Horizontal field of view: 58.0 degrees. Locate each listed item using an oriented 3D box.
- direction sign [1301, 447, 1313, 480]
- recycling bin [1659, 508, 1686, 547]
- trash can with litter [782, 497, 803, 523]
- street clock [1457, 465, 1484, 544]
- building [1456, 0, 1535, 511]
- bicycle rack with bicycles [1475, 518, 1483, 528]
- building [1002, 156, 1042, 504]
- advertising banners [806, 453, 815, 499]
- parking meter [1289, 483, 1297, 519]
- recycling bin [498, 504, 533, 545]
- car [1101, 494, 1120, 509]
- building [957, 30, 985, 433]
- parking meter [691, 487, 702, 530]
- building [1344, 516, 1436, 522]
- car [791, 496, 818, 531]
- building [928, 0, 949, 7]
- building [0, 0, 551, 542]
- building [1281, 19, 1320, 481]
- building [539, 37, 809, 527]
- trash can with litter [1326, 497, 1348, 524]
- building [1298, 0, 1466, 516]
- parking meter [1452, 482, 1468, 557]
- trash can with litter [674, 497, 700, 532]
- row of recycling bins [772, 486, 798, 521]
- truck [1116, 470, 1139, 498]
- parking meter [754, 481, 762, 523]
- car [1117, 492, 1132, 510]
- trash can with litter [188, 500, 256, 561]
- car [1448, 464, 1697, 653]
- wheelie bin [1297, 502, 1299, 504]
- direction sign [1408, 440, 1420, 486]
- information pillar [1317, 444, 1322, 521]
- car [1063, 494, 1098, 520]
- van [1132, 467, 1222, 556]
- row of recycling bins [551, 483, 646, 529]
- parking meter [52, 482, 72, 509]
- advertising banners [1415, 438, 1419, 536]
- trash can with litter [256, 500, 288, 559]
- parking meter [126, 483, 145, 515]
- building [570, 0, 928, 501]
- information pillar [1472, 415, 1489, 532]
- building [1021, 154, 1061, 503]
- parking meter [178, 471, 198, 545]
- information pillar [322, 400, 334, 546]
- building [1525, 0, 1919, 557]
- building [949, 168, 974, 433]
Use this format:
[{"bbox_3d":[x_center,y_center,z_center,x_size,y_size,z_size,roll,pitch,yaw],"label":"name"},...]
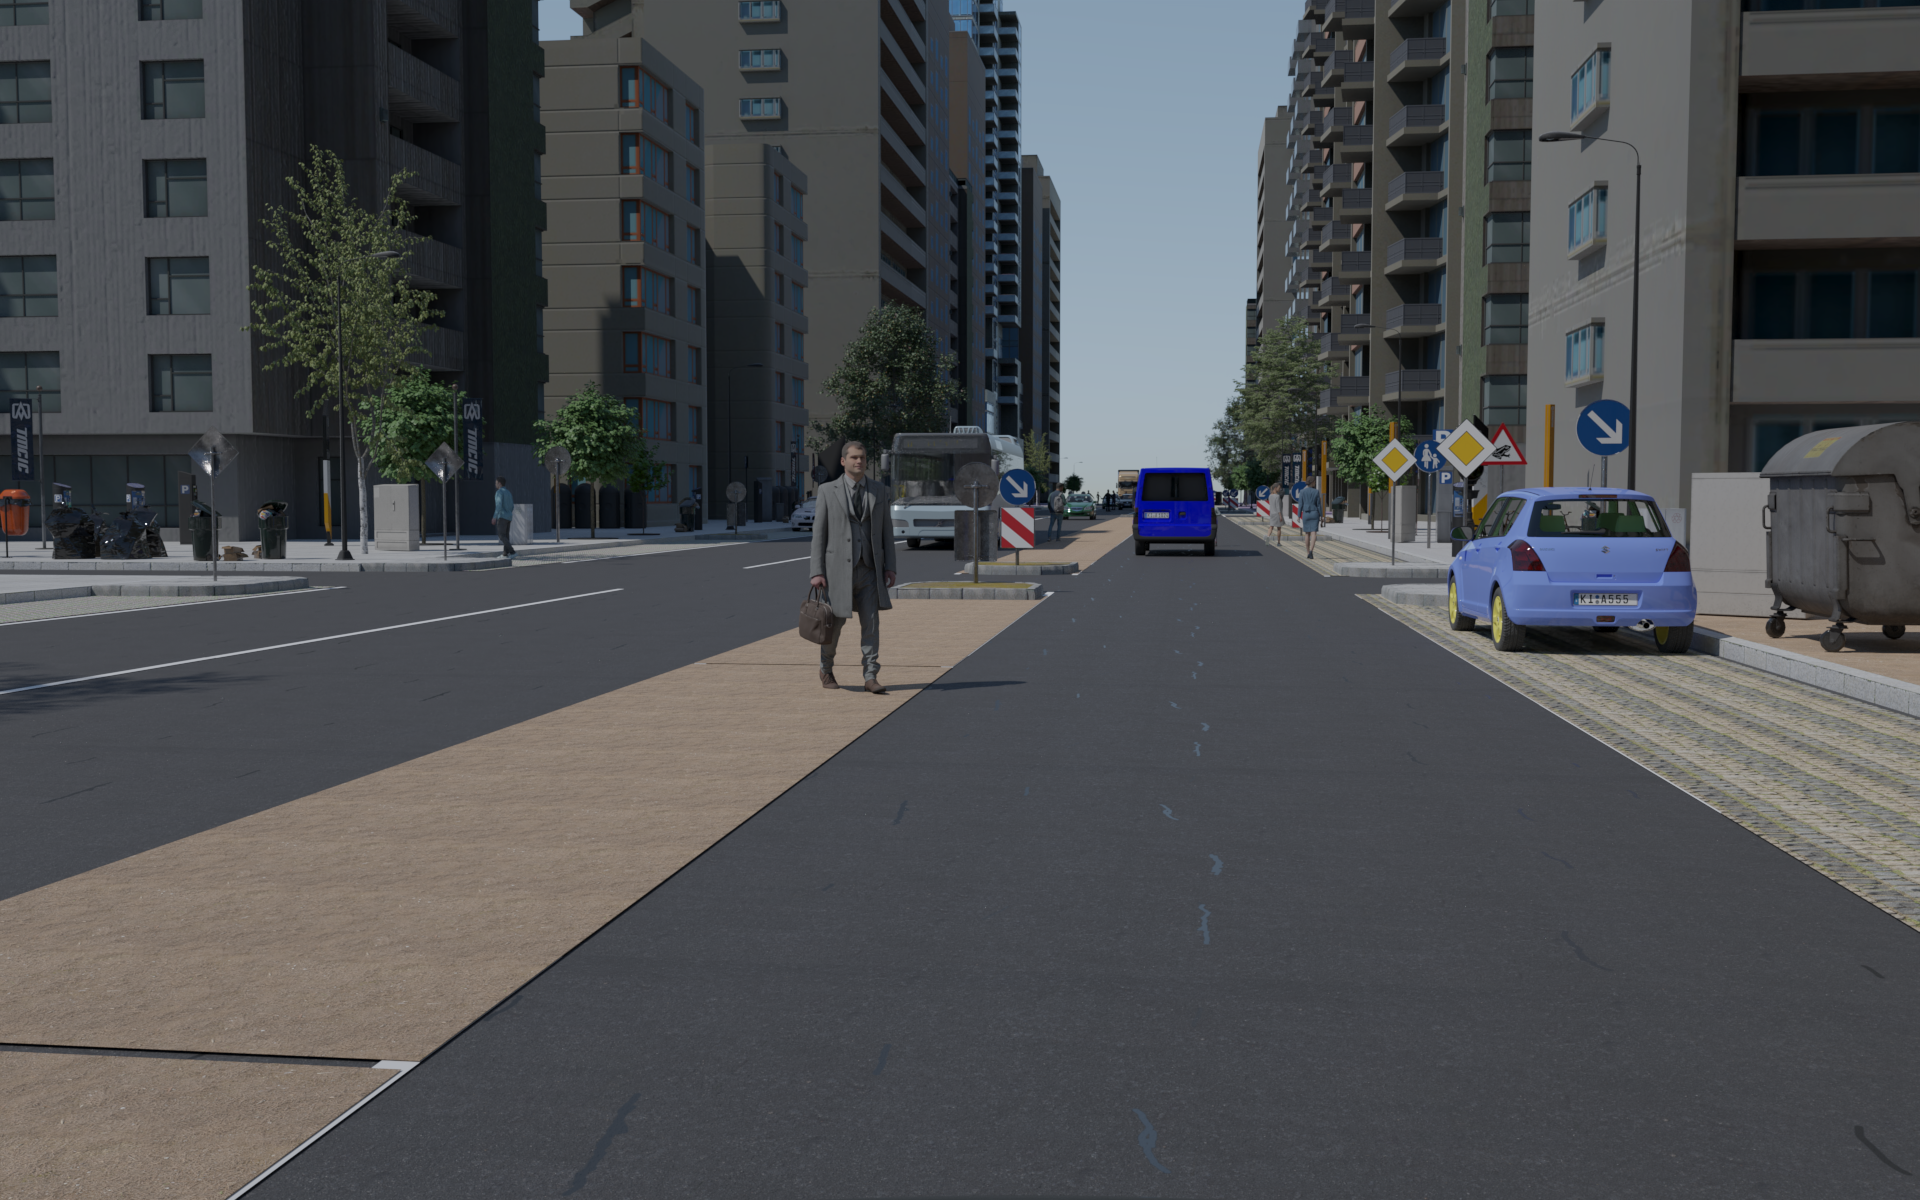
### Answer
[{"bbox_3d":[16.682,-5.590,83.398,0.876,3.537,0.379,-3,5,-42],"label":"direction sign"},{"bbox_3d":[12.280,-1.094,30.448,0.722,1.027,0.722,0,4,4],"label":"recycling bin"},{"bbox_3d":[-7.416,-3.988,76.583,1.055,1.170,0.624,0,4,-6],"label":"trash can with litter"},{"bbox_3d":[9.663,-1.728,32.825,0.471,2.002,0.358,1,4,10],"label":"street clock"},{"bbox_3d":[24.311,-17.601,59.473,14.160,30.474,14.107,0,4,7],"label":"building"},{"bbox_3d":[12.193,-1.450,37.091,2.925,0.926,2.852,-1,4,-10],"label":"bicycle rack with bicycles"},{"bbox_3d":[3.537,-35.614,232.392,14.600,45.320,14.200,0,4,7],"label":"building"},{"bbox_3d":[-6.439,-4.800,74.669,0.090,3.025,2.074,-1,4,-14],"label":"advertising banners"},{"bbox_3d":[19.381,-5.809,100.694,0.399,1.863,0.255,3,5,40],"label":"parking meter"},{"bbox_3d":[-11.205,-1.904,43.679,0.722,1.027,0.722,0,4,0],"label":"recycling bin"},{"bbox_3d":[14.613,-9.464,166.539,2.131,1.459,4.920,0,4,6],"label":"car"},{"bbox_3d":[-5.247,-31.580,166.447,14.600,45.320,14.200,0,4,7],"label":"building"},{"bbox_3d":[-9.337,-3.246,61.489,0.372,1.533,0.369,0,3,0],"label":"parking meter"},{"bbox_3d":[30.213,-26.554,88.775,22.147,44.769,28.867,0,4,7],"label":"building"},{"bbox_3d":[-5.270,-3.364,67.361,2.083,1.381,4.827,0,4,8],"label":"car"},{"bbox_3d":[-8.651,-29.794,137.246,14.600,45.320,14.200,0,4,7],"label":"building"},{"bbox_3d":[-21.650,-17.125,51.691,14.160,30.474,14.107,0,4,7],"label":"building"},{"bbox_3d":[41.824,-33.059,160.116,23.786,49.044,30.456,0,4,7],"label":"building"},{"bbox_3d":[-23.857,-14.490,81.950,27.650,21.520,28.899,0,4,7],"label":"building"},{"bbox_3d":[16.354,-3.915,75.404,1.055,1.170,0.624,-3,4,-38],"label":"trash can with litter"},{"bbox_3d":[37.360,-29.134,130.971,22.147,44.769,28.867,0,4,7],"label":"building"},{"bbox_3d":[10.212,-1.642,35.252,0.372,1.533,0.369,0,3,0],"label":"parking meter"},{"bbox_3d":[-9.215,-2.869,58.298,0.624,1.170,1.055,1,4,11],"label":"trash can with litter"},{"bbox_3d":[-8.779,-4.786,85.362,1.069,1.692,3.534,1,4,14],"label":"row of recycling bins"},{"bbox_3d":[19.560,-12.966,200.903,2.839,4.237,11.283,0,4,6],"label":"truck"},{"bbox_3d":[-9.029,-4.389,77.473,0.255,1.863,0.399,1,4,23],"label":"parking meter"},{"bbox_3d":[15.225,-8.969,156.431,2.009,1.686,4.222,1,4,9],"label":"car"},{"bbox_3d":[-14.215,-1.335,33.221,1.055,1.170,0.624,0,4,-3],"label":"trash can with litter"},{"bbox_3d":[5.843,-0.446,16.890,1.945,1.707,3.694,0,4,6],"label":"car"},{"bbox_3d":[17.438,-4.887,87.805,0.693,1.594,0.980,1,4,23],"label":"wheelie bin"},{"bbox_3d":[19.075,-4.945,72.850,0.876,3.537,0.379,-3,5,-44],"label":"direction sign"},{"bbox_3d":[16.875,-5.497,81.231,0.183,3.616,0.504,3,5,42],"label":"information pillar"},{"bbox_3d":[6.682,-5.224,97.209,2.131,1.459,4.920,0,4,7],"label":"car"},{"bbox_3d":[5.235,-2.297,41.944,2.240,2.365,5.245,0,4,8],"label":"van"},{"bbox_3d":[-13.442,-3.503,64.382,3.534,1.692,1.069,0,4,-5],"label":"row of recycling bins"},{"bbox_3d":[-19.398,-1.777,37.458,0.372,1.533,0.369,0,3,0],"label":"parking meter"},{"bbox_3d":[14.237,-3.535,53.988,0.090,3.025,2.074,1,4,18],"label":"advertising banners"},{"bbox_3d":[-13.713,-1.396,34.218,1.055,1.170,0.624,3,5,45],"label":"trash can with litter"},{"bbox_3d":[-18.252,-1.833,38.385,0.372,1.533,0.369,0,3,0],"label":"parking meter"},{"bbox_3d":[-14.306,-30.346,119.866,21.300,48.544,21.600,0,4,7],"label":"building"},{"bbox_3d":[15.335,-3.655,51.112,0.504,3.616,0.183,-1,4,-16],"label":"information pillar"},{"bbox_3d":[3.149,-38.377,251.165,21.300,48.544,21.600,0,4,7],"label":"building"},{"bbox_3d":[-19.560,-2.335,43.894,0.399,1.863,0.255,0,4,-1],"label":"parking meter"},{"bbox_3d":[-15.642,-3.146,42.795,0.183,3.616,0.504,-1,4,-12],"label":"information pillar"},{"bbox_3d":[25.314,-25.482,40.340,21.600,48.544,21.300,0,4,7],"label":"building"},{"bbox_3d":[-6.612,-23.300,152.660,14.160,30.474,14.107,0,4,7],"label":"building"}]
